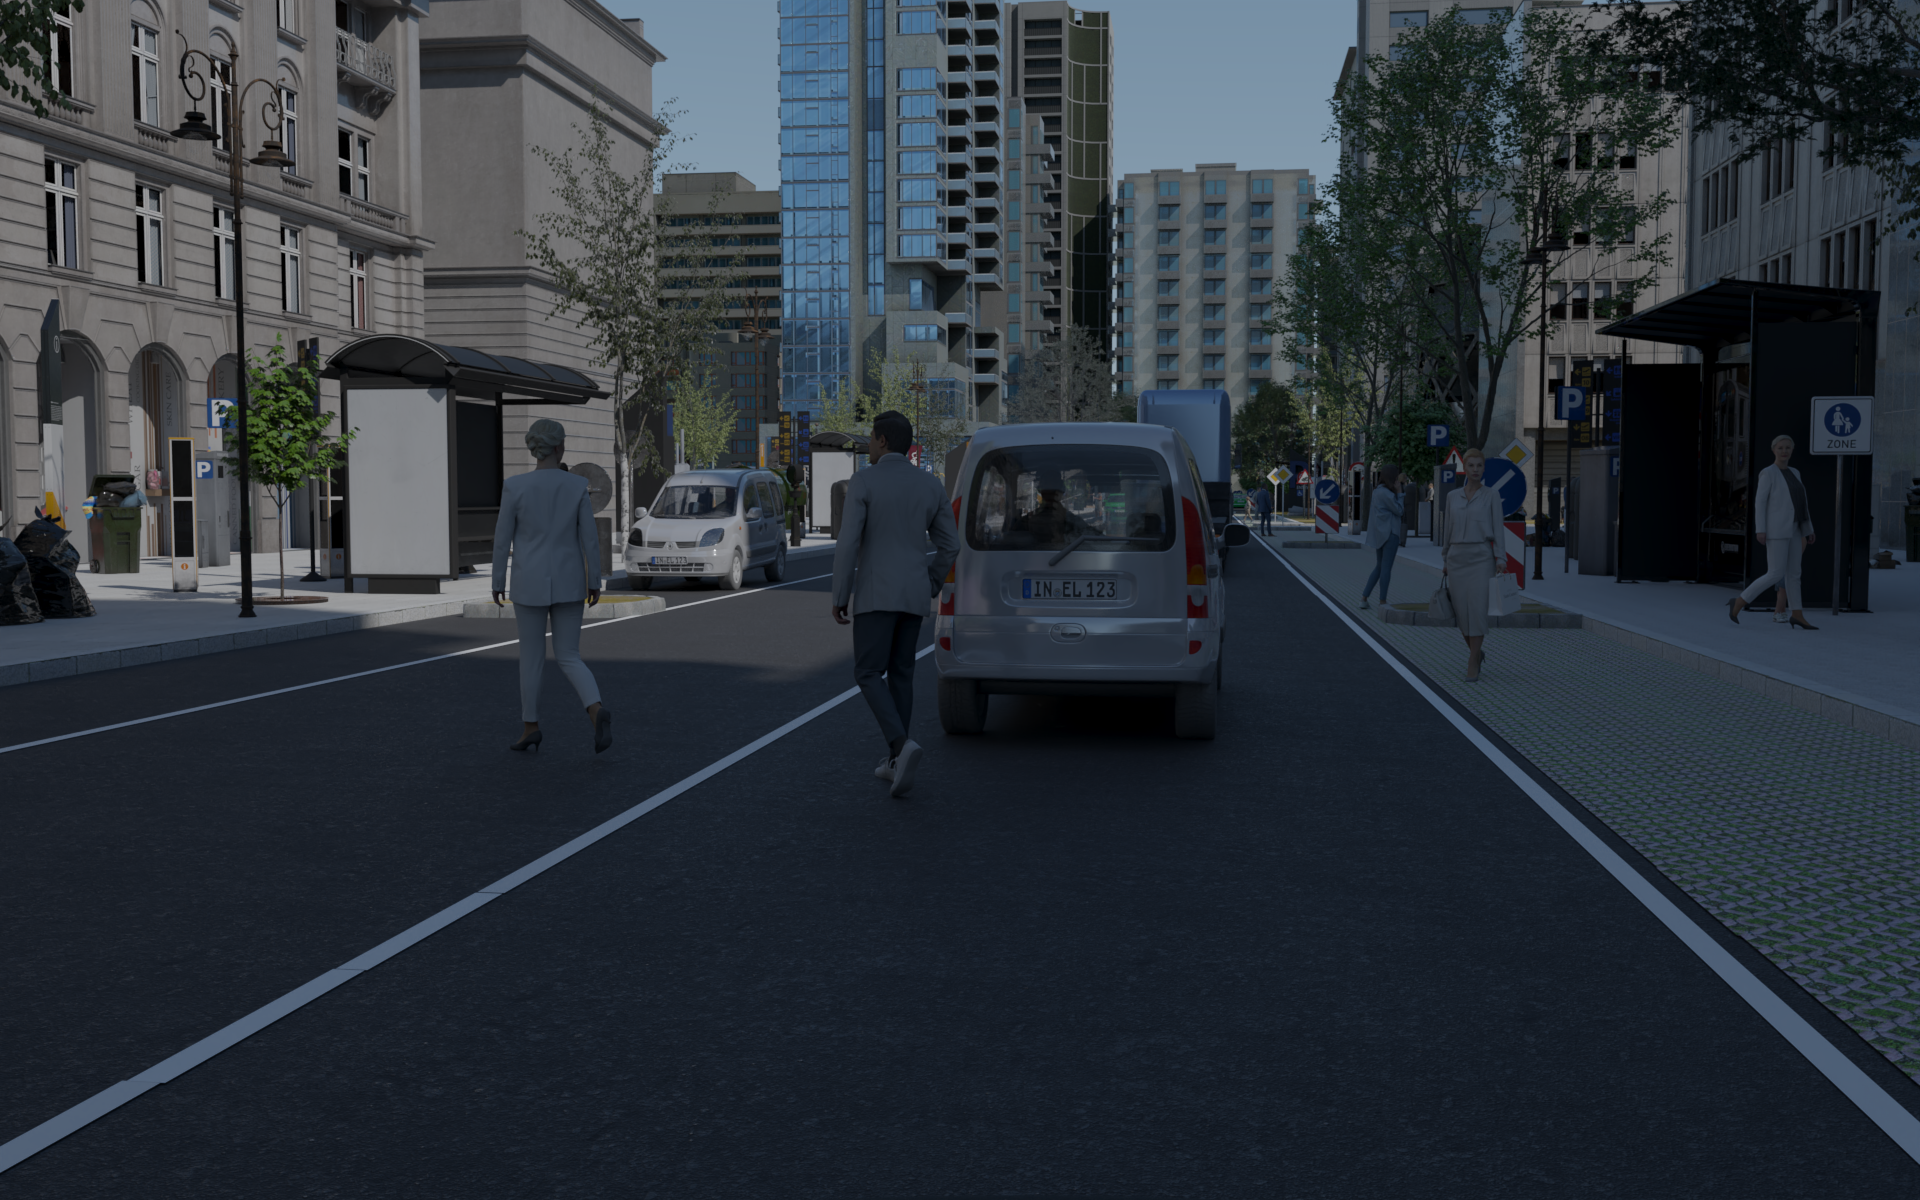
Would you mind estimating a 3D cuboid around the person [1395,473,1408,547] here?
[{"bbox_3d":[10.688,-2.203,42.285,0.699,1.804,1.509,2,4,27],"label":"person"}]

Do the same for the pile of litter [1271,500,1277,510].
[{"bbox_3d":[25.309,-7.691,139.720,1.719,0.858,1.176,0,4,1],"label":"pile of litter"}]

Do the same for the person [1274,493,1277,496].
[{"bbox_3d":[34.047,-10.971,185.050,1.348,1.869,0.705,0,4,1],"label":"person"}]

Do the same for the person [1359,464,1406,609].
[{"bbox_3d":[5.158,-0.759,21.177,0.793,1.790,0.793,-3,5,-40],"label":"person"}]

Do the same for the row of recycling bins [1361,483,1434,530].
[{"bbox_3d":[15.752,-3.428,63.155,1.069,1.692,3.534,-1,4,-18],"label":"row of recycling bins"}]

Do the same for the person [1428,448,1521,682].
[{"bbox_3d":[3.998,-0.276,13.358,0.624,1.780,0.694,-3,4,-38],"label":"person"}]

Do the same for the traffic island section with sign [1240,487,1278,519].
[{"bbox_3d":[17.491,-5.639,100.833,1.989,1.847,2.006,1,4,8],"label":"traffic island section with sign"}]

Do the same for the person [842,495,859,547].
[{"bbox_3d":[-1.614,-1.243,28.784,0.822,1.834,0.622,0,4,5],"label":"person"}]

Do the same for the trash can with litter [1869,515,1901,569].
[{"bbox_3d":[15.563,-1.125,29.786,1.055,1.170,0.624,0,4,-4],"label":"trash can with litter"}]

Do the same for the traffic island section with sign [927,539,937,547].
[{"bbox_3d":[-0.815,-2.383,47.591,1.989,1.847,2.006,1,4,8],"label":"traffic island section with sign"}]

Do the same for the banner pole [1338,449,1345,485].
[{"bbox_3d":[21.250,-6.513,96.503,0.401,3.779,0.863,3,5,42],"label":"banner pole"}]

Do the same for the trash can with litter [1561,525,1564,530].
[{"bbox_3d":[23.903,-3.364,66.058,2.233,1.210,1.678,-1,4,-11],"label":"trash can with litter"}]

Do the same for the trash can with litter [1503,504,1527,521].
[{"bbox_3d":[12.438,-1.734,39.741,1.055,1.170,0.624,1,4,12],"label":"trash can with litter"}]

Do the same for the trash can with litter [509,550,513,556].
[{"bbox_3d":[-9.707,-1.531,36.089,2.233,1.210,1.678,0,4,-1],"label":"trash can with litter"}]

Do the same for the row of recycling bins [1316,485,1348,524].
[{"bbox_3d":[16.813,-4.268,76.900,1.069,1.692,3.534,-1,4,-14],"label":"row of recycling bins"}]

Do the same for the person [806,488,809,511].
[{"bbox_3d":[-6.070,-4.010,71.711,0.694,1.812,0.767,0,4,-7],"label":"person"}]

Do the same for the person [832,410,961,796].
[{"bbox_3d":[-0.287,-0.005,8.434,0.661,1.843,0.795,-2,4,-29],"label":"person"}]

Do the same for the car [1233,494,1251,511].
[{"bbox_3d":[23.832,-8.456,147.053,1.959,1.807,4.718,1,4,9],"label":"car"}]

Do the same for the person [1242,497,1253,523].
[{"bbox_3d":[14.396,-4.516,86.601,0.640,1.303,0.475,-1,4,-21],"label":"person"}]

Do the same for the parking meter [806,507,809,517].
[{"bbox_3d":[-8.445,-5.315,95.312,0.372,1.533,0.369,0,3,0],"label":"parking meter"}]

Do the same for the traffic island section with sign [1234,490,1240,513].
[{"bbox_3d":[21.357,-7.287,127.763,1.989,1.847,2.006,1,4,8],"label":"traffic island section with sign"}]

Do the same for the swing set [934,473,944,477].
[{"bbox_3d":[-1.688,-8.068,129.537,2.862,2.851,3.119,1,4,12],"label":"swing set"}]

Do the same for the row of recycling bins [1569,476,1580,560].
[{"bbox_3d":[12.323,-1.593,33.166,1.069,1.692,3.534,1,4,9],"label":"row of recycling bins"}]

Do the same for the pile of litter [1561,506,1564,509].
[{"bbox_3d":[26.661,-3.853,76.967,1.719,0.858,1.176,-2,4,-32],"label":"pile of litter"}]

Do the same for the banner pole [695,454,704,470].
[{"bbox_3d":[-15.889,-7.050,105.279,0.863,3.779,0.401,2,4,25],"label":"banner pole"}]

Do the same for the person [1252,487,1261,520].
[{"bbox_3d":[16.441,-5.324,95.648,0.635,1.810,0.391,-3,5,-43],"label":"person"}]

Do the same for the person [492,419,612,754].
[{"bbox_3d":[-2.219,-0.067,9.474,0.514,1.842,0.818,-3,5,-45],"label":"person"}]

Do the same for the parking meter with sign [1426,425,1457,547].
[{"bbox_3d":[11.959,-2.845,42.780,0.543,3.016,1.738,0,4,4],"label":"parking meter with sign"}]

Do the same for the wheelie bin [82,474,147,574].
[{"bbox_3d":[-13.613,-1.228,27.994,0.693,1.594,0.980,3,5,41],"label":"wheelie bin"}]

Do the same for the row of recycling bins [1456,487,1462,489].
[{"bbox_3d":[26.547,-5.392,95.272,3.534,1.692,1.069,-1,4,-22],"label":"row of recycling bins"}]

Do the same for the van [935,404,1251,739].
[{"bbox_3d":[0.926,-0.280,11.597,2.013,2.044,4.112,1,4,9],"label":"van"}]

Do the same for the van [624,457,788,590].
[{"bbox_3d":[-3.930,-1.234,27.181,2.013,2.044,4.112,1,4,8],"label":"van"}]

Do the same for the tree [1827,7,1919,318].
[{"bbox_3d":[13.500,-4.398,22.263,4.360,8.622,3.978,0,3,0],"label":"tree"}]

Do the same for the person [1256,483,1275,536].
[{"bbox_3d":[10.268,-3.031,58.241,0.419,1.800,0.721,-3,4,-38],"label":"person"}]

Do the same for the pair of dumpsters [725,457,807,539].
[{"bbox_3d":[-5.166,-2.576,44.606,1.574,2.255,4.437,0,4,8],"label":"pair of dumpsters"}]

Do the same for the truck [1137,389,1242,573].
[{"bbox_3d":[4.819,-3.004,38.881,2.967,4.110,18.799,1,4,9],"label":"truck"}]

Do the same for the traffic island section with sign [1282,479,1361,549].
[{"bbox_3d":[9.597,-2.289,46.052,1.989,1.847,2.006,1,4,8],"label":"traffic island section with sign"}]

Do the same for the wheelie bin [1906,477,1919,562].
[{"bbox_3d":[18.207,-1.506,32.532,0.693,1.594,0.980,-2,4,-30],"label":"wheelie bin"}]

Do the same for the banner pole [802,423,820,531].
[{"bbox_3d":[-5.260,-4.343,61.020,0.863,3.779,0.401,1,4,17],"label":"banner pole"}]

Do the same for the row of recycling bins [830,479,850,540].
[{"bbox_3d":[-3.215,-2.598,49.597,1.069,1.692,3.534,0,4,-4],"label":"row of recycling bins"}]

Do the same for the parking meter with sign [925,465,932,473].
[{"bbox_3d":[-2.481,-6.596,104.102,1.738,3.016,0.543,3,5,45],"label":"parking meter with sign"}]

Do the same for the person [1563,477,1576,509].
[{"bbox_3d":[18.172,-2.767,51.473,0.721,1.800,0.419,-3,4,-37],"label":"person"}]

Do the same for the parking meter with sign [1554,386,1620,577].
[{"bbox_3d":[10.134,-1.898,27.296,0.543,3.016,1.738,-1,4,-19],"label":"parking meter with sign"}]

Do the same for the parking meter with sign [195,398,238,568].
[{"bbox_3d":[-13.309,-2.106,30.689,0.543,3.016,1.738,0,4,-4],"label":"parking meter with sign"}]

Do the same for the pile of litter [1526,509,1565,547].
[{"bbox_3d":[14.215,-1.733,42.304,1.719,0.858,1.176,3,4,36],"label":"pile of litter"}]

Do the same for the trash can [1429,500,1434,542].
[{"bbox_3d":[12.434,-2.017,44.626,0.748,1.137,0.748,0,3,0],"label":"trash can"}]

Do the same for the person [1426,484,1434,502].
[{"bbox_3d":[22.594,-4.727,83.596,0.573,1.790,0.520,-1,4,-9],"label":"person"}]

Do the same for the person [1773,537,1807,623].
[{"bbox_3d":[8.253,-0.404,17.336,0.352,1.250,0.332,0,4,7],"label":"person"}]

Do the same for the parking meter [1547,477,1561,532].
[{"bbox_3d":[20.290,-3.269,59.155,0.399,1.863,0.255,0,4,4],"label":"parking meter"}]

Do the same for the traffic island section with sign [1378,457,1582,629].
[{"bbox_3d":[5.748,-0.657,19.372,1.989,1.847,2.006,1,4,8],"label":"traffic island section with sign"}]

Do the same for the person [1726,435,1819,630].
[{"bbox_3d":[7.783,-0.650,16.543,0.818,1.842,0.514,3,5,41],"label":"person"}]

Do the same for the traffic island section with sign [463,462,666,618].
[{"bbox_3d":[-4.662,-0.751,20.911,1.989,1.847,2.006,1,4,8],"label":"traffic island section with sign"}]
